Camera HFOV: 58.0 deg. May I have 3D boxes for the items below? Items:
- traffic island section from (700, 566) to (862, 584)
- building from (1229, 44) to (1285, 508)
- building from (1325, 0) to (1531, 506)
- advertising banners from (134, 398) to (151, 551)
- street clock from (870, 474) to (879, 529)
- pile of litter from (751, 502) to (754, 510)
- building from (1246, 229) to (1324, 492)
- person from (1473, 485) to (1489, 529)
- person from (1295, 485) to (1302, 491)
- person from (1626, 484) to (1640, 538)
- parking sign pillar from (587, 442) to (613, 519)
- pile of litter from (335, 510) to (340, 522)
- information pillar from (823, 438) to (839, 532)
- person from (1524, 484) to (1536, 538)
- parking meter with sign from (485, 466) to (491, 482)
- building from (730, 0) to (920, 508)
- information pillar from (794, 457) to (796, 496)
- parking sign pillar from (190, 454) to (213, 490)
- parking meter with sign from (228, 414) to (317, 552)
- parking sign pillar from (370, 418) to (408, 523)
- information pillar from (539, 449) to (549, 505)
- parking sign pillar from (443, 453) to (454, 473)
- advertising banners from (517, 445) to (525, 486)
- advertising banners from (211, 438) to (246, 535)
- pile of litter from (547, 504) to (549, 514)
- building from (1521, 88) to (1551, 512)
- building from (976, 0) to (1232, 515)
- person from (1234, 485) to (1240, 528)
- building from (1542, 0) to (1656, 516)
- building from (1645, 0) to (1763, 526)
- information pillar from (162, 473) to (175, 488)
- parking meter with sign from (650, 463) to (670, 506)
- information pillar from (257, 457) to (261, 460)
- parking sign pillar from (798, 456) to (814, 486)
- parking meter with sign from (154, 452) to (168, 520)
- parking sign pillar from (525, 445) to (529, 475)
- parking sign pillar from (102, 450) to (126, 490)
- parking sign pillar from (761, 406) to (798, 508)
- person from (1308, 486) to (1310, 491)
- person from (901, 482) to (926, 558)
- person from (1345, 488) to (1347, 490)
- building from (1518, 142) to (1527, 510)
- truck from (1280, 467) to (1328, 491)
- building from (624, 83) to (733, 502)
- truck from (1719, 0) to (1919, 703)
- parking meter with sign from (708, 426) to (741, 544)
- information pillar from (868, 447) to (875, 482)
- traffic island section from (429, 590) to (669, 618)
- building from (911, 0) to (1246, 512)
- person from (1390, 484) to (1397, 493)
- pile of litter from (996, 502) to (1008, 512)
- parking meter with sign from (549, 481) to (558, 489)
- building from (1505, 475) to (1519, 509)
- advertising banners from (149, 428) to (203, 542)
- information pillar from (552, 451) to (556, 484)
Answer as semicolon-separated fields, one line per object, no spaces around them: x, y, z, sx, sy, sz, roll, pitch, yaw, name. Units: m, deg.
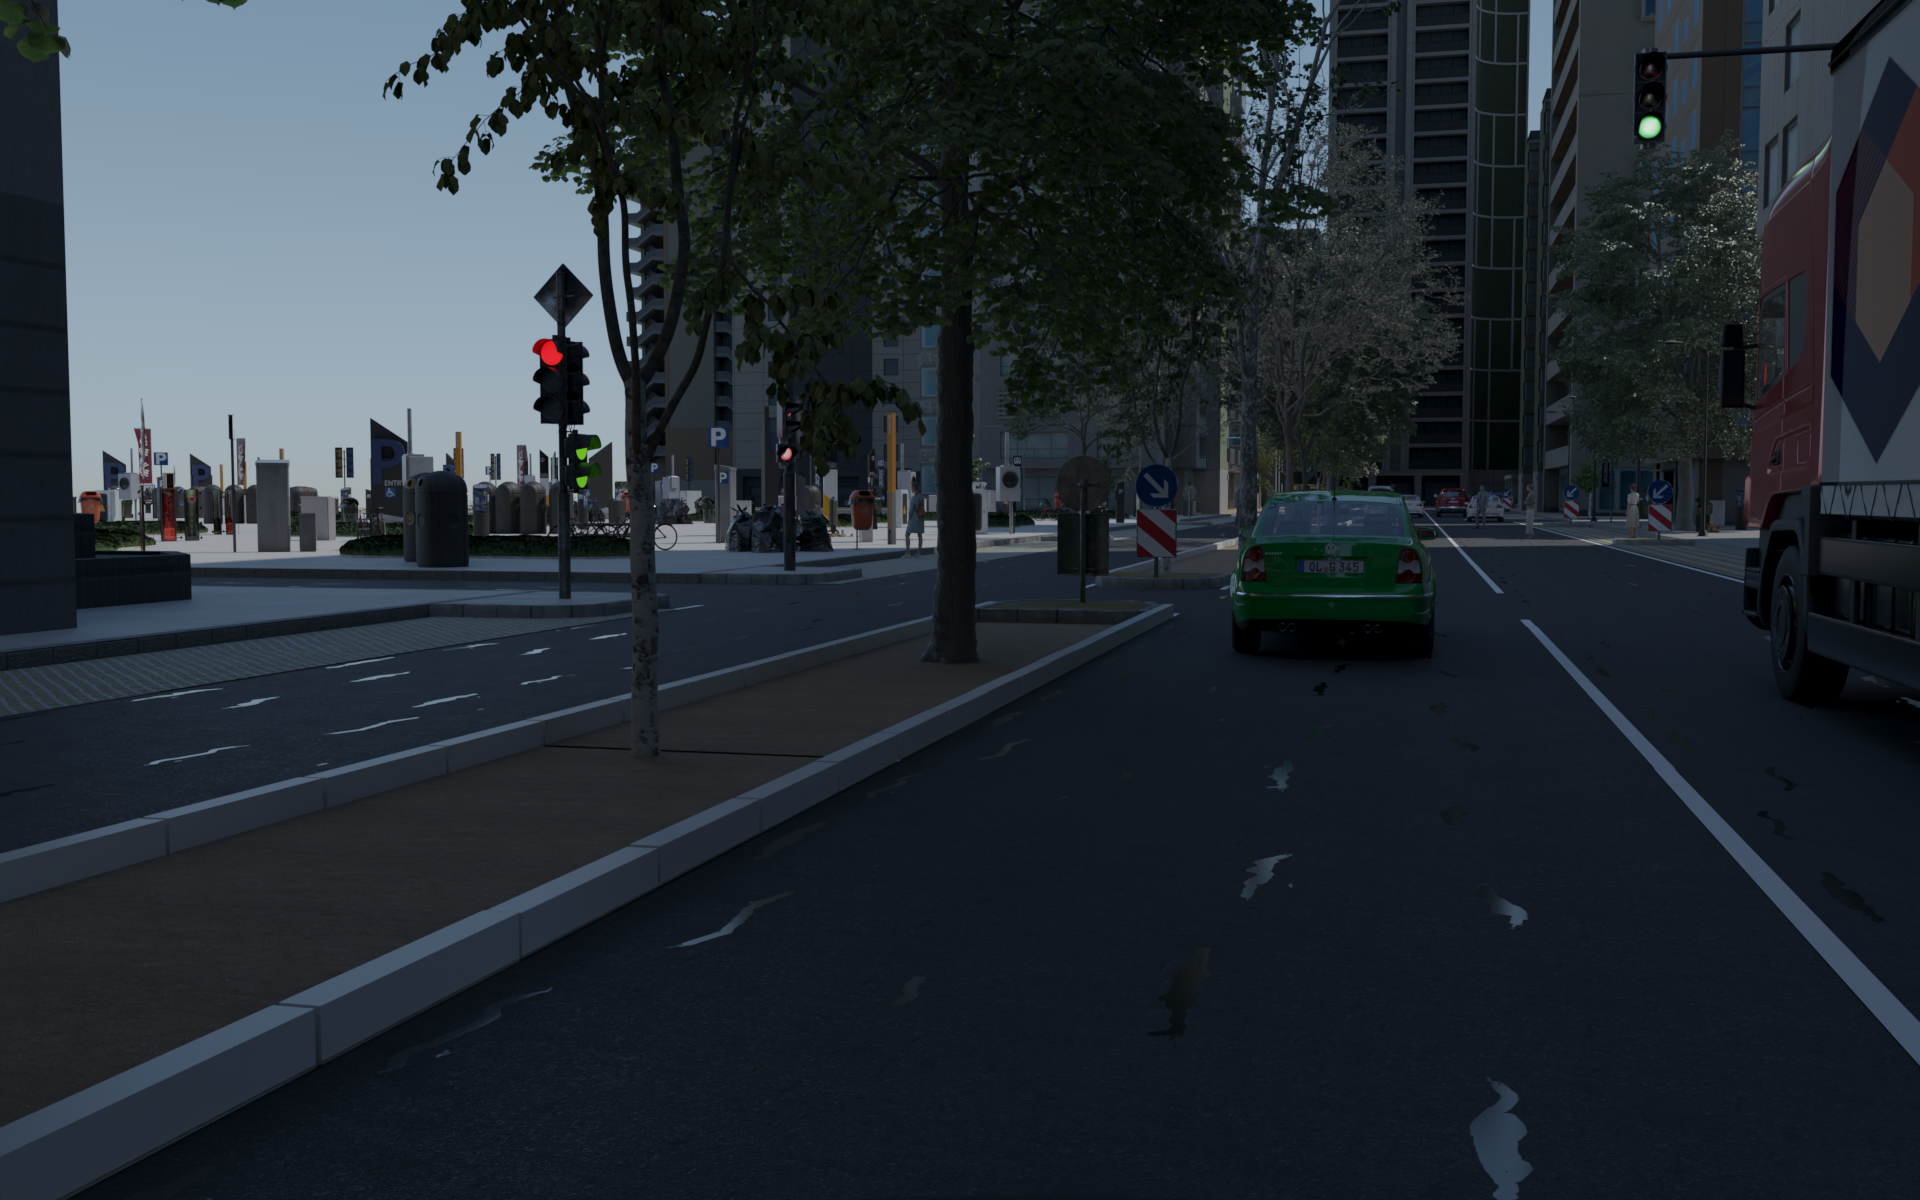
-2.869;-0.412;29.016;2.009;0.180;2.903;1;4;14;traffic island section
15.494;-52.309;167.929;31.000;86.520;22.319;1;4;14;building
50.943;-45.900;188.720;20.611;71.187;20.563;1;4;14;building
-15.362;-2.222;32.515;0.090;3.025;2.074;-2;4;-27;advertising banners
-3.106;-3.562;62.802;0.358;2.002;0.471;-1;4;-19;street clock
-12.637;-5.469;103.385;1.719;0.858;1.176;2;4;34;pile of litter
32.907;-25.652;191.106;14.107;30.474;14.160;1;4;14;building
21.591;-3.859;71.692;0.391;1.810;0.635;-3;5;-41;person
13.260;-3.594;67.451;0.709;1.800;0.728;2;4;30;person
21.328;-2.812;55.045;0.480;1.755;0.524;-2;4;-24;person
-18.541;-6.154;89.097;1.447;3.967;1.447;-3;5;-39;parking sign pillar
-23.050;-3.068;64.132;1.176;0.858;1.719;0;4;6;pile of litter
-4.370;-4.110;58.560;0.504;3.616;0.183;-1;4;-20;information pillar
18.525;-2.895;56.385;0.362;1.759;0.519;1;4;11;person
-29.788;-6.909;109.231;0.543;3.016;1.738;-2;4;-26;parking meter with sign
-9.665;-45.025;174.410;20.611;71.187;20.563;1;4;14;building
-7.887;-5.570;82.416;0.183;3.616;0.504;0;4;-2;information pillar
-50.324;-7.733;114.912;1.447;3.967;1.447;-3;4;-38;parking sign pillar
-15.172;-2.570;38.277;1.738;3.016;0.543;-1;4;-18;parking meter with sign
-20.101;-4.442;61.095;1.447;3.967;1.447;-1;4;-14;parking sign pillar
-21.610;-6.033;89.992;0.504;3.616;0.183;-2;4;-26;information pillar
-33.297;-7.646;113.489;1.447;3.967;1.447;2;4;35;parking sign pillar
-16.129;-4.021;61.933;2.074;3.025;0.090;3;5;41;advertising banners
-23.021;-3.568;54.526;2.074;3.025;0.090;3;4;38;advertising banners
-20.813;-4.505;87.620;1.719;0.858;1.176;2;4;30;pile of litter
48.807;-21.603;124.904;14.160;30.474;14.107;1;4;14;building
9.471;-26.091;110.178;14.154;41.232;14.086;1;4;14;building
11.907;-3.970;73.595;0.526;1.800;0.537;2;4;35;person
48.112;-29.493;105.919;21.300;48.544;21.600;1;4;14;building
37.763;-25.884;73.315;14.600;45.320;14.200;1;4;14;building
-27.163;-3.364;59.489;0.304;2.012;0.304;-3;5;-42;information pillar
-16.641;-6.119;96.311;0.543;3.016;1.738;-2;4;-35;parking meter with sign
-43.861;-7.176;108.682;0.504;3.616;0.183;2;4;26;information pillar
-9.443;-7.276;107.430;1.447;3.967;1.447;-1;4;-10;parking sign pillar
-32.911;-4.597;71.423;0.543;3.016;1.738;-2;4;-25;parking meter with sign
-23.932;-6.518;95.039;1.447;3.967;1.447;-1;4;-18;parking sign pillar
-52.004;-7.227;106.629;1.447;3.967;1.447;-2;4;-33;parking sign pillar
-5.921;-4.001;53.888;1.447;3.967;1.447;-1;4;-11;parking sign pillar
14.721;-3.959;73.498;0.678;1.792;0.850;2;4;27;person
-0.979;-1.776;38.549;0.522;1.701;0.512;3;4;36;person
20.382;-5.071;91.757;0.694;1.780;0.624;3;4;38;person
52.258;-22.453;138.803;14.160;30.474;14.107;1;4;14;building
24.127;-7.602;120.211;3.469;3.379;9.791;1;4;13;truck
-25.703;-32.574;182.689;14.200;45.320;14.600;1;4;14;building
6.042;-1.190;8.366;2.839;4.237;11.283;1;4;14;truck
-6.135;-3.014;45.547;0.543;3.016;1.738;0;4;6;parking meter with sign
-4.396;-5.799;86.174;0.183;3.616;0.504;2;4;33;information pillar
-4.869;0.061;21.285;2.009;0.180;2.903;1;4;14;traffic island section
9.924;-31.397;132.957;23.786;49.044;30.456;1;4;14;building
18.471;-4.032;74.207;0.659;1.850;0.755;-1;4;-9;person
2.626;-5.152;98.200;1.719;0.858;1.176;0;4;4;pile of litter
-22.949;-6.229;98.101;1.738;3.016;0.543;2;4;30;parking meter with sign
66.089;-28.300;154.579;32.217;40.220;23.993;1;4;14;building
-21.357;-3.091;46.729;0.090;3.025;2.074;2;4;26;advertising banners
-22.321;-6.357;95.288;0.183;3.616;0.504;-2;4;-31;information pillar
